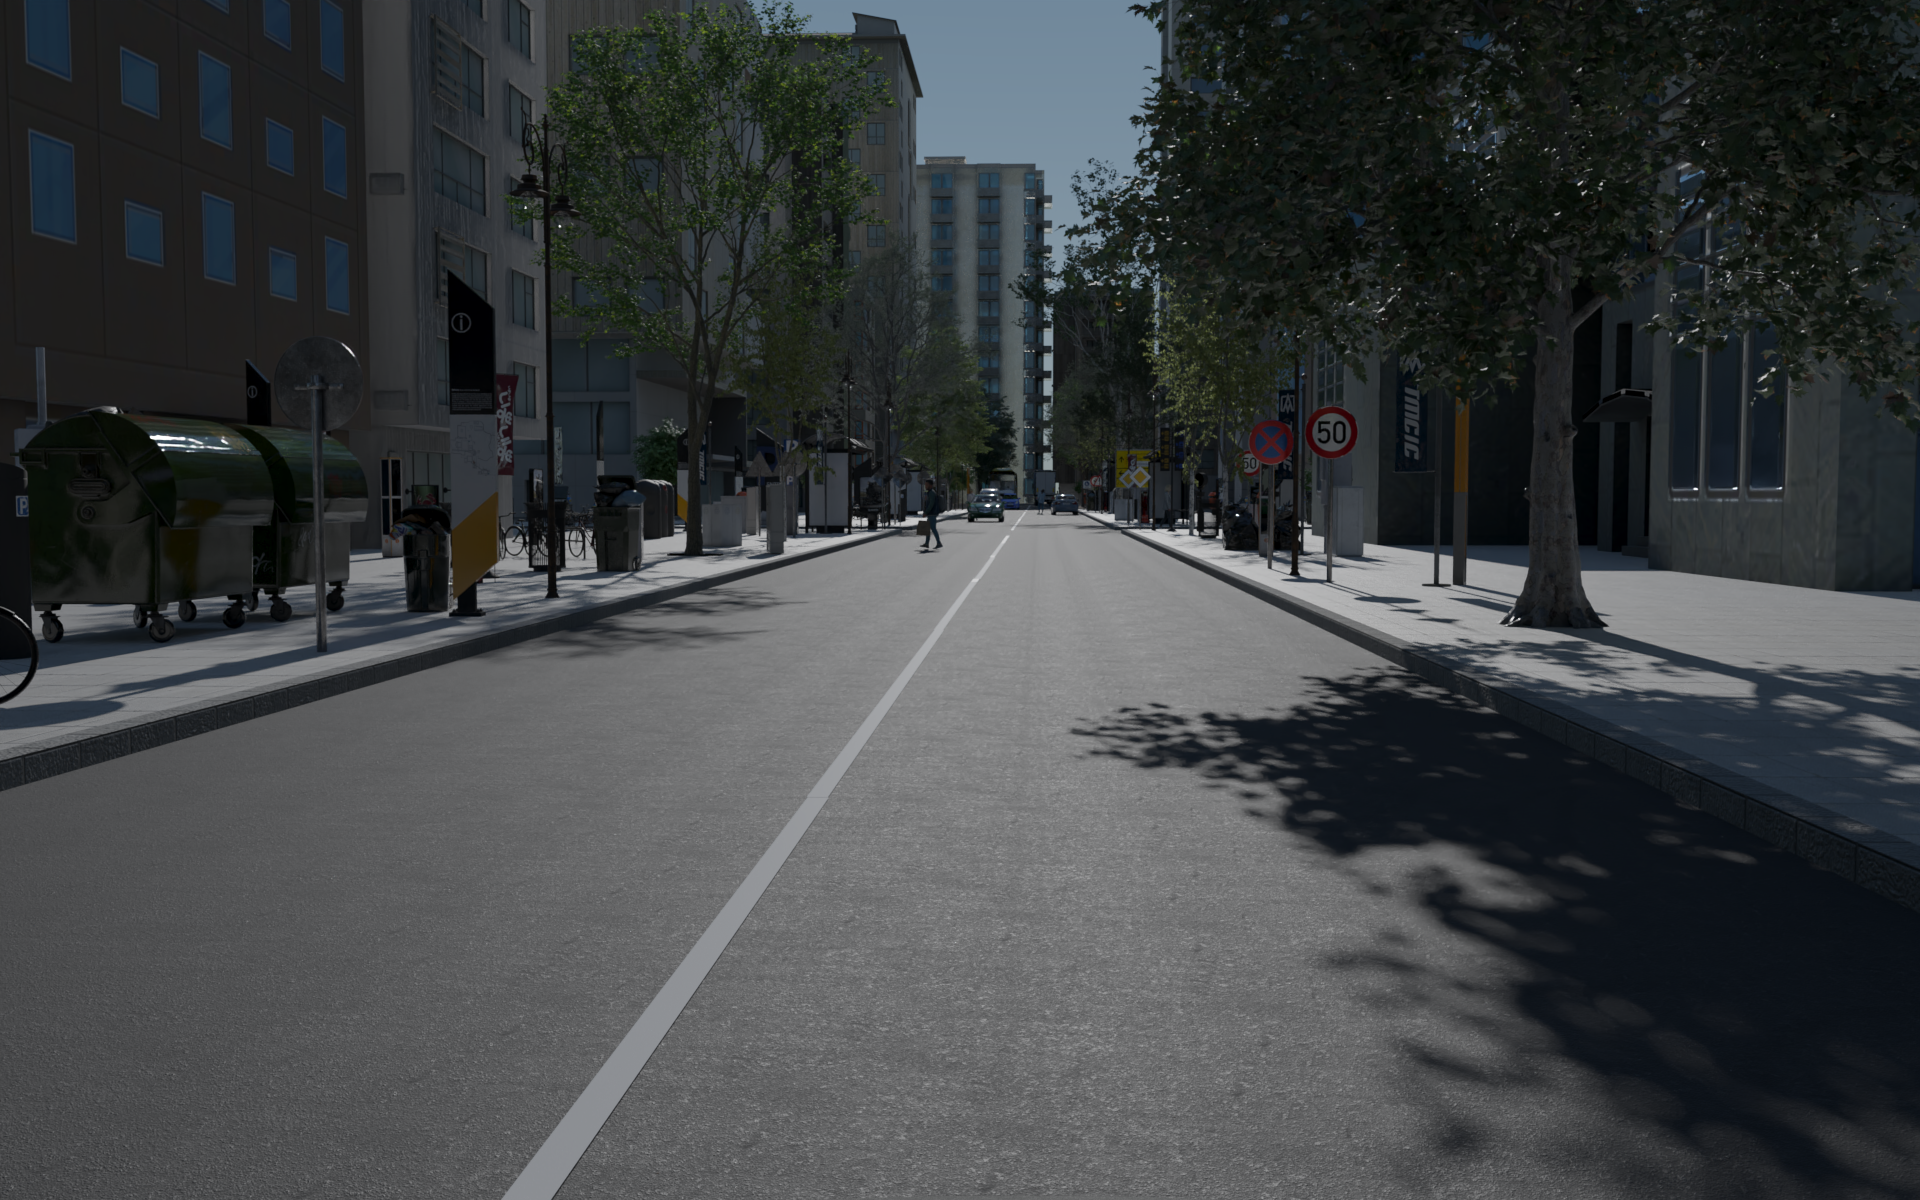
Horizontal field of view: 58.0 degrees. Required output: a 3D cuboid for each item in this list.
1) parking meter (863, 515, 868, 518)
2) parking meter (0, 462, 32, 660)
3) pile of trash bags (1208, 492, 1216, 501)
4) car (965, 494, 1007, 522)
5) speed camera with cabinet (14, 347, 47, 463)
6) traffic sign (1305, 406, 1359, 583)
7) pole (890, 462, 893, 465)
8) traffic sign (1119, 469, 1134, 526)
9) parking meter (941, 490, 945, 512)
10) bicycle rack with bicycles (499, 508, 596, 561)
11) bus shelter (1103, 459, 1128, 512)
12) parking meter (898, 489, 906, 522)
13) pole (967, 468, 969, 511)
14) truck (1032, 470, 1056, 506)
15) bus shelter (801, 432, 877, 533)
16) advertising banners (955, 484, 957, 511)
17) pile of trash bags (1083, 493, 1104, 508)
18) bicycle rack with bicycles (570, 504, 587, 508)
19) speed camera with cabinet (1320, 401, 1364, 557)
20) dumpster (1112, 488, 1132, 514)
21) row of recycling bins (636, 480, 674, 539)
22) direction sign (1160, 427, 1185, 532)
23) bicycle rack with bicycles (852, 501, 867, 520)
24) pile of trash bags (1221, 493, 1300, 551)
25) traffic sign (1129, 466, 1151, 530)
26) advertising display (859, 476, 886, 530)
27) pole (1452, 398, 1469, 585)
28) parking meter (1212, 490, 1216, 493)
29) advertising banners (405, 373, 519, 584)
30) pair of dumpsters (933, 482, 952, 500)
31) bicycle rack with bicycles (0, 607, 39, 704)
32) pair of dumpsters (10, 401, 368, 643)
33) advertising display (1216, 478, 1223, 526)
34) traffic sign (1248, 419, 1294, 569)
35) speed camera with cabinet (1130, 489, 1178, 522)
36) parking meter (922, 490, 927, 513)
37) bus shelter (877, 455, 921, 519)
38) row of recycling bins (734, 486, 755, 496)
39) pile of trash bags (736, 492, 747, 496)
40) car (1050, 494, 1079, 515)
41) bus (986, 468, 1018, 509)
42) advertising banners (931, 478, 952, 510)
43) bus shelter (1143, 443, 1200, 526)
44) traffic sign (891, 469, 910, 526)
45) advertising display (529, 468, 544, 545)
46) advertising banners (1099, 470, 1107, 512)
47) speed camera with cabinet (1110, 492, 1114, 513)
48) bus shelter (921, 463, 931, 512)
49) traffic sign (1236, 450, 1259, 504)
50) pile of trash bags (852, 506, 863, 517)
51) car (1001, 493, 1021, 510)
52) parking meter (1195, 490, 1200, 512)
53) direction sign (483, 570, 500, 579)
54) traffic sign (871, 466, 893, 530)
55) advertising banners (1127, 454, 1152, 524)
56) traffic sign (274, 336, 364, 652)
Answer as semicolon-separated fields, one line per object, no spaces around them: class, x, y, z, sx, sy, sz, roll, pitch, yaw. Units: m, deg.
parking meter;-5.045;-5.202;93.462;0.372;1.533;0.369;0;3;0
parking meter;-7.462;-0.312;13.506;0.372;1.533;0.369;0;3;0
pile of trash bags;15.599;-5.439;98.672;3.447;1.369;1.912;-2;4;-29
car;1.368;-4.771;89.800;2.131;1.459;4.920;0;4;3
speed camera with cabinet;-12.857;-1.746;22.880;2.038;3.252;0.660;-2;4;-33
traffic sign;5.353;-1.524;25.029;0.768;2.556;0.104;0;4;4
pole;-4.207;-6.897;106.614;0.158;3.312;0.155;0;3;0
traffic sign;6.766;-4.034;69.597;0.795;2.450;0.064;0;4;3
parking meter;-1.249;-6.956;122.148;0.372;1.533;0.369;0;3;0
bicycle rack with bicycles;-8.656;-1.303;34.693;2.852;0.926;2.925;-2;4;-35
bus shelter;10.785;-7.860;119.800;1.731;3.624;6.357;0;4;3
parking meter;-2.708;-4.421;80.701;0.372;1.533;0.369;0;3;0
pole;0.638;-8.633;134.997;0.158;3.312;0.155;0;3;0
truck;10.200;-13.473;209.191;2.839;4.237;11.283;0;4;2
bus shelter;-4.197;-3.986;59.092;2.014;3.302;5.546;0;4;3
advertising banners;-0.299;-8.185;130.014;0.090;3.025;2.074;0;4;1
pile of trash bags;11.091;-8.012;140.753;1.912;1.369;3.447;-2;4;-31
bicycle rack with bicycles;-13.055;-2.809;59.317;2.925;0.926;2.852;0;4;5
speed camera with cabinet;8.015;-2.567;36.302;0.660;3.252;2.038;0;4;2
dumpster;10.566;-6.533;112.575;1.264;1.857;1.865;0;4;2
row of recycling bins;-9.062;-2.673;50.813;1.069;1.692;3.534;0;4;-1
direction sign;7.216;-4.093;58.919;0.876;3.537;0.379;2;4;30
bicycle rack with bicycles;-5.518;-4.438;85.940;2.925;0.926;2.852;1;4;17
pile of trash bags;7.139;-1.902;40.850;1.912;1.369;3.447;1;4;11
traffic sign;6.404;-3.546;61.620;0.795;2.450;0.064;0;4;3
advertising display;-3.138;-3.491;62.288;0.974;1.923;0.123;0;4;2
pole;7.065;-1.869;24.400;0.158;3.312;0.155;0;3;0
parking meter;15.530;-5.935;105.444;0.372;1.533;0.369;0;3;0
advertising banners;-7.014;-1.736;24.579;0.090;3.025;2.074;2;4;33
pair of dumpsters;-1.493;-8.059;134.262;1.574;2.255;4.437;0;4;3
bicycle rack with bicycles;-7.042;0.185;10.351;2.925;0.926;2.852;0;4;-8
pair of dumpsters;-7.330;-0.879;16.872;1.574;2.255;4.437;0;4;2
advertising display;10.534;-3.958;69.932;0.123;1.923;0.974;2;4;26
traffic sign;5.326;-1.810;29.699;0.768;2.556;0.104;1;4;9
speed camera with cabinet;9.054;-5.244;80.078;2.038;3.252;0.660;0;4;-3
parking meter;-2.702;-7.558;131.983;0.372;1.533;0.369;0;3;0
bus shelter;-3.388;-5.974;91.598;2.014;3.302;5.546;0;4;3
row of recycling bins;-14.055;-6.282;109.821;3.534;1.692;1.069;1;4;14
pile of trash bags;-8.578;-3.964;74.556;1.912;1.369;3.447;-3;5;-43
car;7.144;-6.498;118.247;2.014;1.417;4.499;0;4;1
bus;4.140;-10.635;165.435;2.896;3.916;12.252;0;4;3
advertising banners;-1.489;-8.851;140.908;2.074;3.025;0.090;2;4;28
bus shelter;8.685;-4.731;71.275;2.014;3.302;5.546;0;4;3
traffic sign;-2.418;-4.061;70.032;0.795;2.450;0.064;0;4;3
advertising display;-10.682;-2.353;43.687;0.123;1.923;0.974;0;4;0
advertising banners;10.465;-7.854;124.597;0.090;3.025;2.074;2;4;30
speed camera with cabinet;11.046;-7.403;115.379;2.038;3.252;0.660;0;4;-4
bus shelter;-2.976;-6.982;108.087;2.014;3.302;5.546;0;4;3
traffic sign;8.351;-3.055;50.052;0.768;2.556;0.104;0;4;8
pile of trash bags;-6.414;-5.270;95.910;3.447;1.369;1.912;1;4;18
car;4.554;-9.037;157.349;1.945;1.707;3.694;0;4;1
parking meter;15.866;-6.548;115.466;0.372;1.533;0.369;0;3;0
direction sign;-7.210;-2.098;26.303;0.379;3.537;0.876;0;4;4
traffic sign;-2.780;-3.573;62.055;0.795;2.450;0.064;0;4;3
advertising banners;8.095;-4.843;75.365;2.074;3.025;0.090;3;5;43
traffic sign;-5.188;-0.850;14.004;0.768;2.556;0.104;0;4;8
